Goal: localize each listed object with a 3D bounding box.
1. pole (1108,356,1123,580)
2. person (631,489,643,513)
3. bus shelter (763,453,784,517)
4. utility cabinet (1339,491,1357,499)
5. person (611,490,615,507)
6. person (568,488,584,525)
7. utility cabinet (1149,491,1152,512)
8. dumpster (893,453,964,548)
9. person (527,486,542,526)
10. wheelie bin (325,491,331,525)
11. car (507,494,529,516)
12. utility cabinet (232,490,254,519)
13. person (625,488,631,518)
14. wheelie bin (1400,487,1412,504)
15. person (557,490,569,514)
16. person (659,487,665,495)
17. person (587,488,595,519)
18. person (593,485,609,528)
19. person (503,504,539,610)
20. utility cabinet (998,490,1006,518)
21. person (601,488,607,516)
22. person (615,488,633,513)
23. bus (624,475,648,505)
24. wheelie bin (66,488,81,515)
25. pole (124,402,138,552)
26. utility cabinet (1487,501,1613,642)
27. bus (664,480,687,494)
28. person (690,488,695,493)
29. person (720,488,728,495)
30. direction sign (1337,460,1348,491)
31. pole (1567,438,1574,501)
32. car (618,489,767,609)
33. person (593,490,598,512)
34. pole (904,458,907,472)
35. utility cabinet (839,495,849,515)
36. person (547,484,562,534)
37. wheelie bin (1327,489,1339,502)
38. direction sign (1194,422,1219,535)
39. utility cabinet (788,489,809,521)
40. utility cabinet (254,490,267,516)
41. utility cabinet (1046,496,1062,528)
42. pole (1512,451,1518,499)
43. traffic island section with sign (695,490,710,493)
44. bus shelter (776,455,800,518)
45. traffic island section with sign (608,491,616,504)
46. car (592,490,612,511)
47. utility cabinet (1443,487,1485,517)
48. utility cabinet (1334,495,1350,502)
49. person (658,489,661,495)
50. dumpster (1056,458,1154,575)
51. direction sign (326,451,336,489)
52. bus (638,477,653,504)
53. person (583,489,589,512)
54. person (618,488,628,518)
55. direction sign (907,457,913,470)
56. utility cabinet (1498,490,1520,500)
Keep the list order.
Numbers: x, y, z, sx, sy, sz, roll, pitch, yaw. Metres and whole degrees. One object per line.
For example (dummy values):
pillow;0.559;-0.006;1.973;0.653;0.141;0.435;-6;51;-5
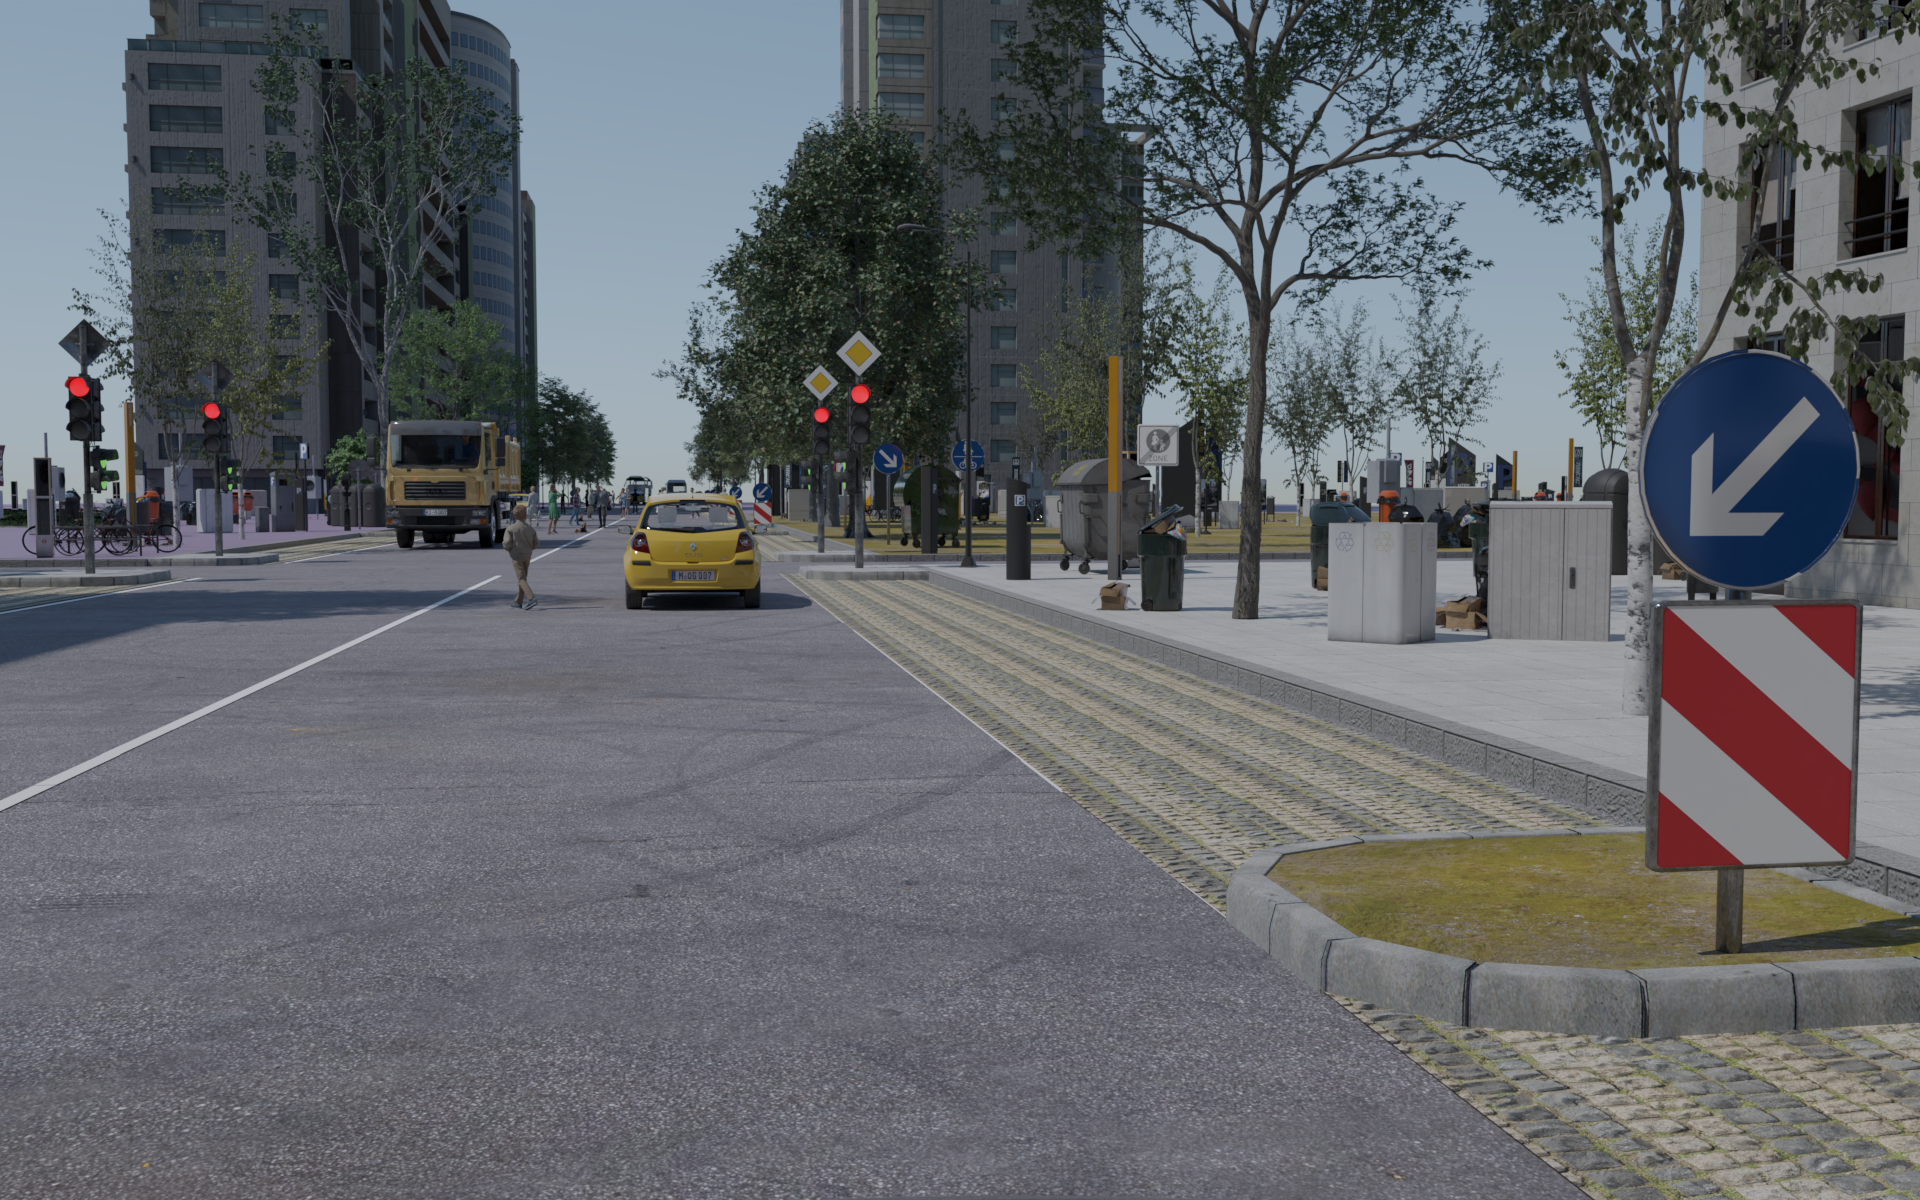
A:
pole;2.309;-1.951;25.738;0.158;3.312;0.155;0;3;0
person;-24.107;-7.337;128.476;1.348;1.822;0.705;-2;4;-33
bus shelter;-10.666;-6.745;101.570;1.731;3.624;6.357;-1;4;-9
utility cabinet;24.688;-6.211;110.228;0.318;1.500;1.173;-3;5;-41
person;-37.018;-10.759;184.278;0.599;1.838;0.709;-2;4;-28
person;-17.617;-4.291;79.497;0.643;1.720;0.563;1;4;11
utility cabinet;12.295;-6.446;114.069;1.173;1.500;0.318;-3;4;-38
dumpster;-0.749;-2.402;41.763;1.502;2.255;1.985;-1;4;-9
person;-18.896;-4.146;76.632;0.694;1.780;0.624;-2;4;-28
wheelie bin;-25.633;-3.860;71.019;0.693;1.594;0.980;-1;4;-14
car;-25.894;-5.593;101.670;2.015;1.641;3.980;-1;4;-10
utility cabinet;-36.449;-4.838;87.784;1.173;1.500;0.318;2;4;30
person;-20.218;-5.909;105.454;0.374;1.781;0.599;2;4;35
wheelie bin;20.290;-4.349;79.021;0.980;1.594;0.693;0;4;-3
person;-28.095;-6.929;122.306;1.217;1.766;0.721;1;4;23
person;-14.586;-4.637;84.669;0.624;1.780;0.694;-3;5;-41
person;-20.824;-5.416;97.538;0.515;1.767;0.782;0;4;1
person;-15.161;-3.946;73.195;0.592;1.802;0.473;1;4;20
person;-5.446;-0.531;21.456;0.640;1.303;0.475;3;4;37
utility cabinet;2.588;-5.058;91.374;1.173;1.500;0.318;2;4;29
person;-22.811;-6.235;110.650;0.583;1.804;0.606;0;4;-3
person;-25.142;-7.424;129.520;1.348;1.869;0.705;-2;4;-25
bus;-43.251;-14.705;231.965;2.896;3.916;12.252;-1;4;-8
wheelie bin;-43.427;-4.706;84.848;0.693;1.594;0.980;-2;4;-25
pole;-18.429;-2.730;38.481;0.158;3.312;0.155;0;3;0
utility cabinet;5.198;-0.252;15.278;1.020;1.237;0.306;1;4;19
bus;-37.332;-14.211;227.208;2.948;3.499;13.247;-1;4;-11
person;-15.784;-5.778;102.994;0.620;1.820;0.660;-3;5;-44
person;-12.478;-5.074;91.939;0.782;1.767;0.515;1;4;14
direction sign;25.811;-7.636;116.852;0.876;3.537;0.379;-2;4;-25
pole;22.284;-4.244;63.227;0.158;3.312;0.155;0;3;0
car;-3.554;-0.785;23.057;2.015;1.641;3.980;-1;4;-9
person;-28.517;-7.740;135.585;0.617;1.759;0.750;-1;4;-10
pole;-2.828;-5.879;89.972;0.158;3.312;0.155;0;3;0
utility cabinet;-7.054;-5.814;106.215;1.020;1.237;0.306;-3;5;-42
person;-14.533;-3.245;61.798;0.600;1.795;0.529;3;5;43
wheelie bin;23.921;-6.324;111.301;0.980;1.594;0.693;-1;4;-12
direction sign;7.825;-3.853;54.999;0.876;3.537;0.379;-2;4;-25
utility cabinet;-7.613;-4.535;82.830;1.173;1.500;0.318;-1;4;-14
utility cabinet;-40.333;-5.546;99.357;0.318;1.500;1.173;2;4;28
utility cabinet;3.752;-3.375;66.344;0.306;1.237;1.020;-3;5;-44
pole;26.089;-5.359;81.471;0.158;3.312;0.155;0;3;0
traffic island section with sign;-23.858;-9.447;163.086;1.989;1.847;2.006;-1;4;-9
bus shelter;-8.775;-7.096;93.647;2.179;5.291;8.768;-1;4;-9
traffic island section with sign;-49.201;-14.309;242.577;1.989;1.847;2.006;-1;4;-9
car;-31.564;-8.737;151.523;2.281;1.827;5.304;-1;4;-9
utility cabinet;15.074;-2.640;51.836;1.173;1.500;0.318;0;4;2
utility cabinet;21.748;-5.329;98.294;1.020;1.237;0.306;-1;4;-14
person;-25.713;-8.551;148.310;1.348;1.824;0.705;2;4;35
dumpster;2.367;-1.377;28.277;1.264;1.857;1.865;-1;4;-9
direction sign;-33.535;-6.144;92.444;0.379;3.537;0.876;1;4;10
bus;-45.576;-15.754;249.124;2.896;3.916;12.252;-1;4;-9
person;-30.259;-8.058;140.381;0.705;1.807;1.348;1;4;9
person;-20.249;-5.829;103.896;0.616;1.811;0.778;-2;4;-34
direction sign;-2.865;-6.896;104.740;0.876;3.537;0.379;0;4;7
utility cabinet;30.521;-5.364;96.383;1.173;1.500;0.318;0;4;1
